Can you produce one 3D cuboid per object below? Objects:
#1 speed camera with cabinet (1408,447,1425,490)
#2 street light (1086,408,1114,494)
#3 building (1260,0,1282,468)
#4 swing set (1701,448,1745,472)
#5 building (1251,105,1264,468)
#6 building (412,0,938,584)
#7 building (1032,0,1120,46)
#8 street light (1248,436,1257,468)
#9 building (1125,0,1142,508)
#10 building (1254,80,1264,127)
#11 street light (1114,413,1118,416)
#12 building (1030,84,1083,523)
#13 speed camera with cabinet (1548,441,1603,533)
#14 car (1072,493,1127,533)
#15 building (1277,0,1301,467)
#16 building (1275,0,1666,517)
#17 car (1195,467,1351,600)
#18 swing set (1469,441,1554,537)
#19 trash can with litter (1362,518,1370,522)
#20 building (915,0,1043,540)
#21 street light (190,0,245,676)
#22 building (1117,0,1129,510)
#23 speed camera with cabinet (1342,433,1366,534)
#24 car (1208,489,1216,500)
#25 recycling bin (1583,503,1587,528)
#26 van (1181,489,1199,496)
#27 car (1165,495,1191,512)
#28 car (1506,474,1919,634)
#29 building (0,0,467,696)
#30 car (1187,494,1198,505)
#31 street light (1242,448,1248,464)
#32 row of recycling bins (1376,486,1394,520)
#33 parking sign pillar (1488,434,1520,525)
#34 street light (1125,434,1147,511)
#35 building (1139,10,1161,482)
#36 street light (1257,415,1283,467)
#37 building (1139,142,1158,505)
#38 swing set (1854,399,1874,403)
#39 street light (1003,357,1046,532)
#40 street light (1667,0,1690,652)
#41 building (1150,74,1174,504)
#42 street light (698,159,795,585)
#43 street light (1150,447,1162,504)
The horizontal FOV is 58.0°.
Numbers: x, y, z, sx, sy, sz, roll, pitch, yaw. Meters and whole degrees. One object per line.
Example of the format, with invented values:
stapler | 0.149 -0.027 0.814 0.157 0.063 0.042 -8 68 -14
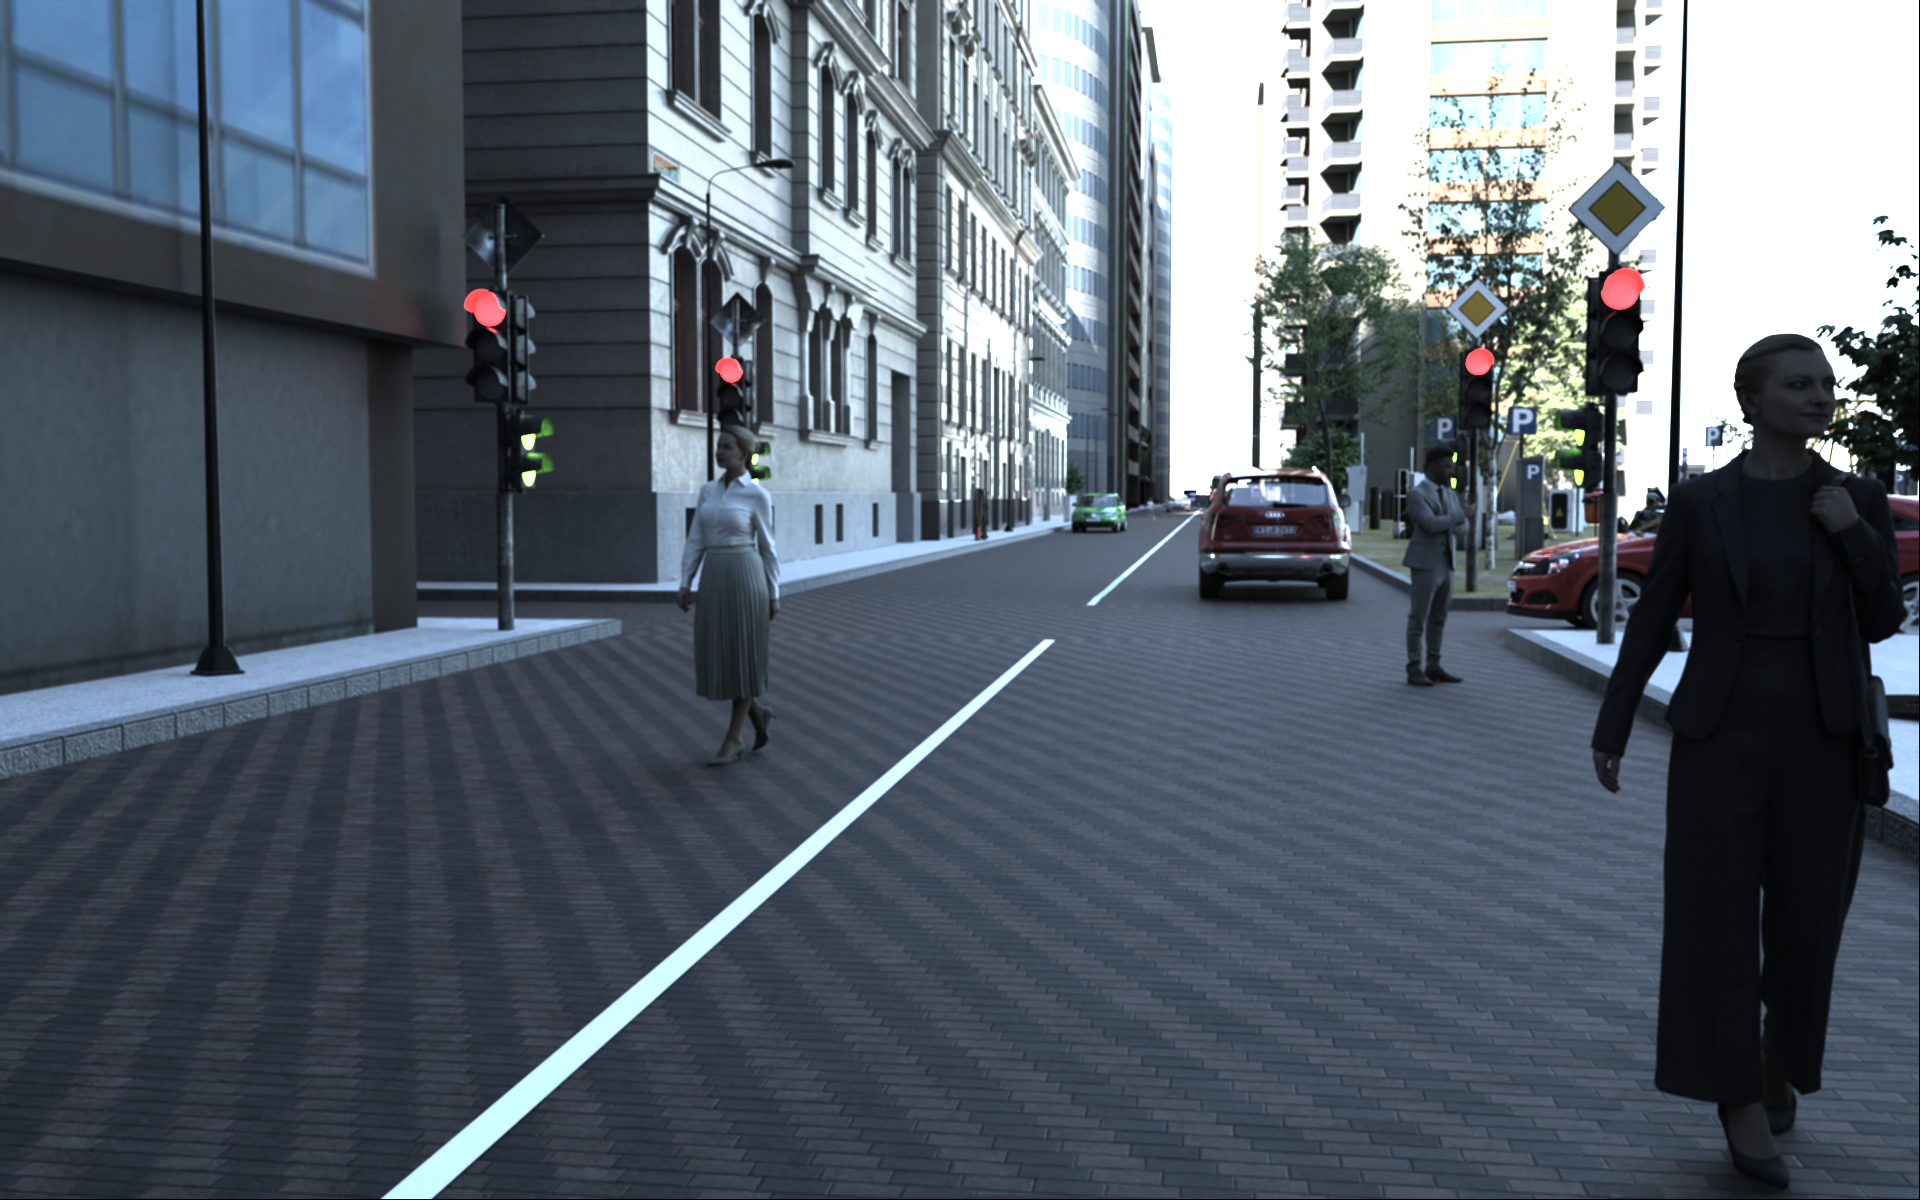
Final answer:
speed camera with cabinet | 19.541 -4.801 72.830 0.660 3.252 2.038 -1 4 -21
street light | 7.406 -7.400 93.536 1.470 5.913 1.316 1 4 8
building | 37.878 -37.524 155.520 21.231 58.520 28.212 1 4 8
swing set | 26.992 -3.763 59.138 3.119 2.851 2.862 1 4 11
building | 40.053 -33.315 194.809 14.600 45.320 14.200 1 4 8
building | -8.837 -15.195 35.820 14.401 28.519 23.554 1 4 8
building | -0.903 -34.928 113.074 21.231 58.520 28.212 1 4 8
street light | 23.776 -10.084 137.411 1.470 5.913 1.316 1 4 8
building | 4.836 -32.386 153.218 21.300 48.544 21.600 1 4 8
building | 51.028 -38.235 214.385 28.713 52.752 27.495 1 4 8
street light | 8.401 -7.795 99.995 1.470 5.913 1.316 1 4 8
building | -0.778 -15.086 82.809 11.583 22.565 21.152 1 4 8
speed camera with cabinet | 20.428 -3.839 57.108 0.660 3.252 2.038 -2 4 -32
car | 5.309 -3.493 65.907 1.959 1.807 4.718 1 4 10
building | 31.876 -27.575 134.454 14.154 41.232 14.086 1 4 8
building | 31.974 -27.966 111.868 22.147 44.769 28.867 1 4 8
car | 4.547 -1.010 25.188 2.281 1.827 5.304 1 4 10
swing set | 15.786 -3.347 52.351 2.862 2.851 3.119 -2 4 -25
trash can with litter | 18.594 -4.198 79.701 1.678 1.210 2.233 2 4 30
building | -4.353 -16.061 59.856 12.463 27.353 25.104 1 4 8
street light | -4.765 -2.419 12.098 1.470 5.913 1.316 1 4 8
building | 5.618 -27.601 134.872 14.154 41.232 14.086 1 4 8
speed camera with cabinet | 12.839 -3.805 56.545 0.660 3.252 2.038 0 4 7
car | 20.937 -7.911 138.020 2.281 1.827 5.304 0 4 7
recycling bin | 23.055 -3.211 65.059 0.722 1.027 0.722 -2 4 -28
van | 27.670 -12.467 208.222 2.240 2.365 5.245 0 4 7
car | 17.528 -7.745 138.992 2.083 1.381 4.827 0 4 8
car | 7.907 -0.525 17.621 4.494 1.783 2.155 1 4 10
building | -12.834 -22.004 9.869 14.200 45.320 14.600 1 4 8
car | 27.304 -11.811 202.705 1.945 1.707 3.694 0 4 7
street light | 30.780 -13.005 185.173 1.470 5.913 1.316 1 4 8
row of recycling bins | 21.870 -4.941 87.900 1.069 1.692 3.534 -1 4 -14
parking sign pillar | 22.696 -5.127 72.303 1.447 3.967 1.447 -2 4 -24
street light | 13.582 -9.915 134.654 1.470 5.913 1.316 1 4 8
building | 7.835 -37.136 196.405 28.713 52.752 27.495 1 4 8
street light | 18.460 -7.934 102.258 1.470 5.913 1.316 1 4 8
building | 17.410 -34.648 216.602 14.600 45.320 14.200 1 4 8
swing set | 16.057 -1.882 28.383 3.119 2.851 2.862 1 4 10
street light | 2.203 -5.281 58.880 1.470 5.913 1.316 1 4 8
street light | 5.301 -2.545 14.148 1.470 5.913 1.316 1 4 8
building | 18.174 -42.540 237.529 21.231 58.520 28.212 1 4 8
street light | -2.978 -3.161 24.220 1.470 5.913 1.316 1 4 8
street light | 18.792 -12.074 169.947 1.470 5.913 1.316 1 4 8
